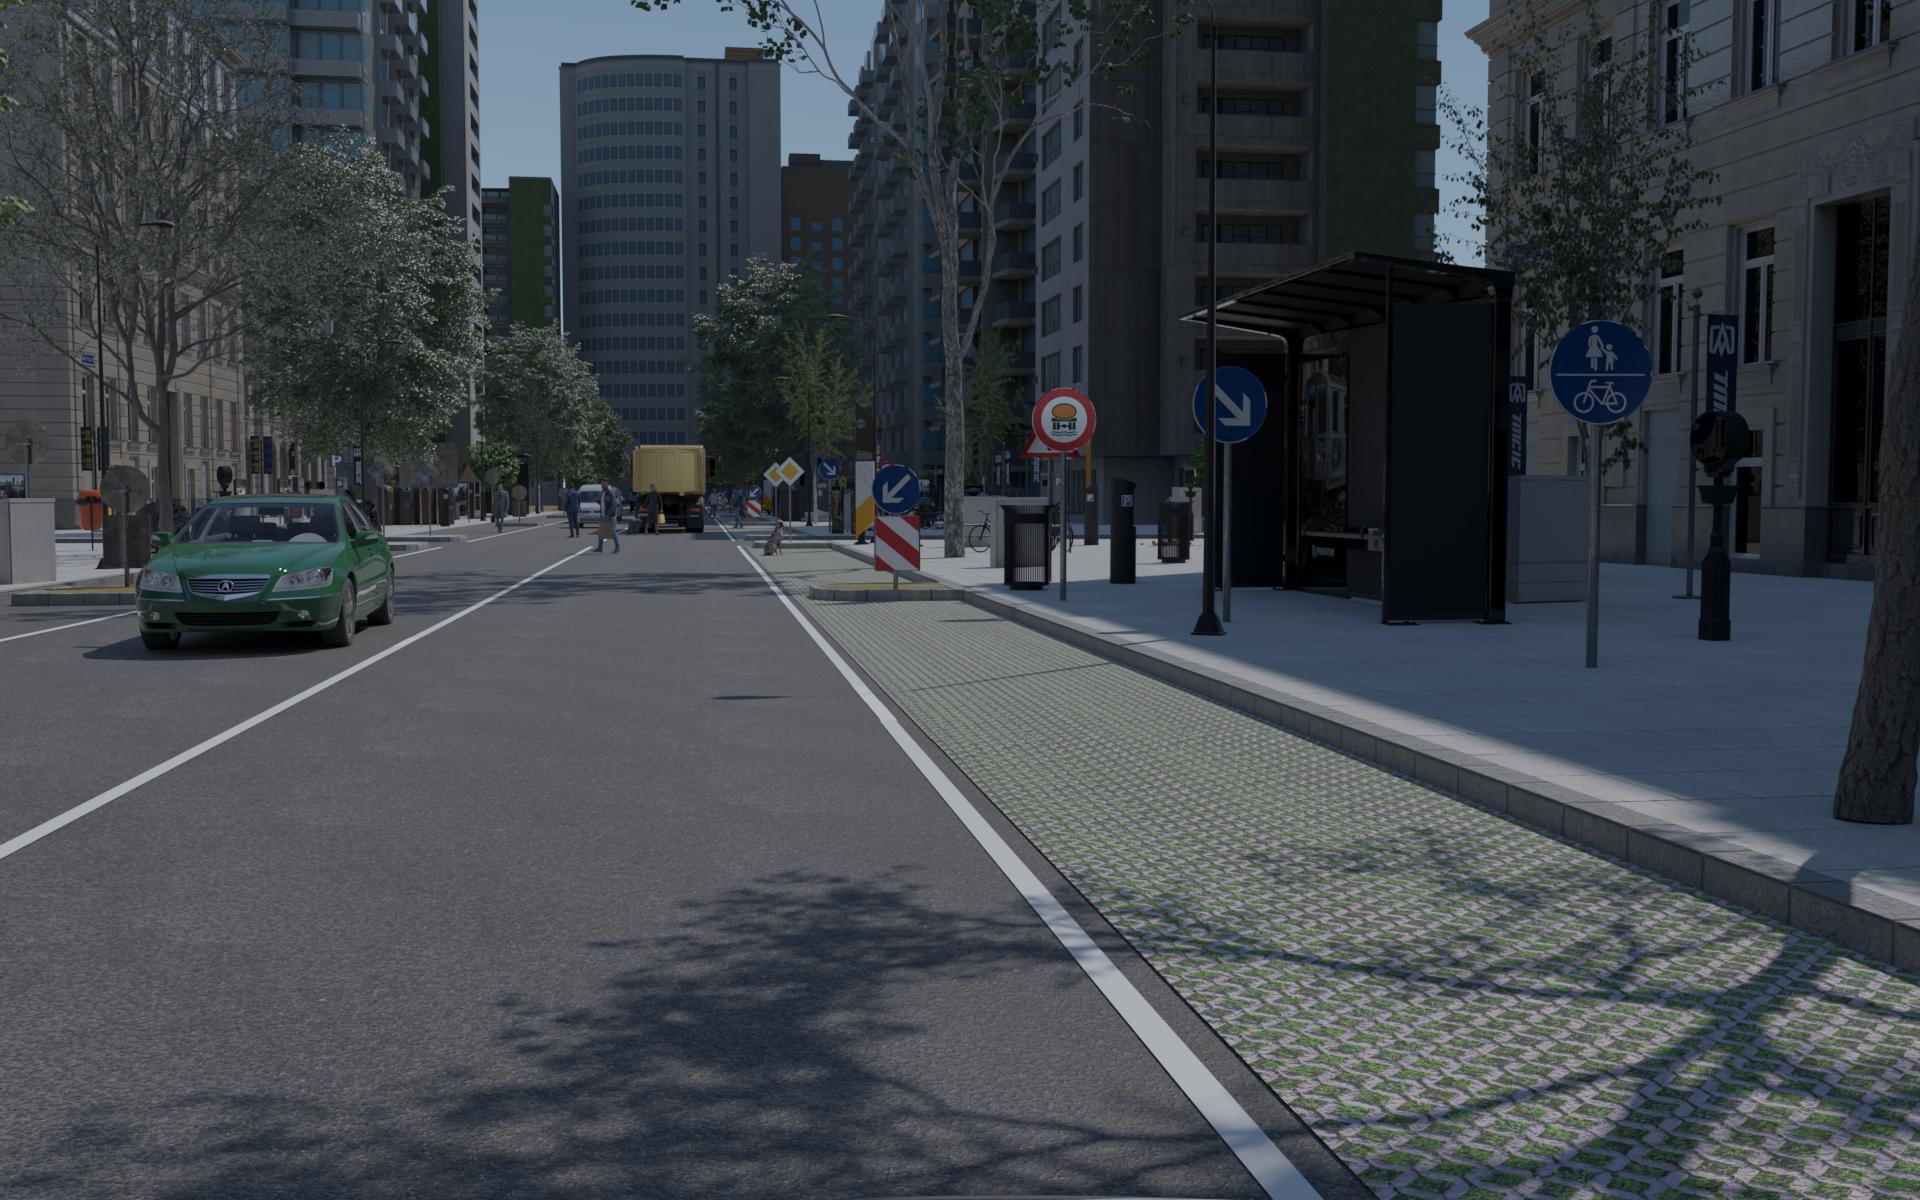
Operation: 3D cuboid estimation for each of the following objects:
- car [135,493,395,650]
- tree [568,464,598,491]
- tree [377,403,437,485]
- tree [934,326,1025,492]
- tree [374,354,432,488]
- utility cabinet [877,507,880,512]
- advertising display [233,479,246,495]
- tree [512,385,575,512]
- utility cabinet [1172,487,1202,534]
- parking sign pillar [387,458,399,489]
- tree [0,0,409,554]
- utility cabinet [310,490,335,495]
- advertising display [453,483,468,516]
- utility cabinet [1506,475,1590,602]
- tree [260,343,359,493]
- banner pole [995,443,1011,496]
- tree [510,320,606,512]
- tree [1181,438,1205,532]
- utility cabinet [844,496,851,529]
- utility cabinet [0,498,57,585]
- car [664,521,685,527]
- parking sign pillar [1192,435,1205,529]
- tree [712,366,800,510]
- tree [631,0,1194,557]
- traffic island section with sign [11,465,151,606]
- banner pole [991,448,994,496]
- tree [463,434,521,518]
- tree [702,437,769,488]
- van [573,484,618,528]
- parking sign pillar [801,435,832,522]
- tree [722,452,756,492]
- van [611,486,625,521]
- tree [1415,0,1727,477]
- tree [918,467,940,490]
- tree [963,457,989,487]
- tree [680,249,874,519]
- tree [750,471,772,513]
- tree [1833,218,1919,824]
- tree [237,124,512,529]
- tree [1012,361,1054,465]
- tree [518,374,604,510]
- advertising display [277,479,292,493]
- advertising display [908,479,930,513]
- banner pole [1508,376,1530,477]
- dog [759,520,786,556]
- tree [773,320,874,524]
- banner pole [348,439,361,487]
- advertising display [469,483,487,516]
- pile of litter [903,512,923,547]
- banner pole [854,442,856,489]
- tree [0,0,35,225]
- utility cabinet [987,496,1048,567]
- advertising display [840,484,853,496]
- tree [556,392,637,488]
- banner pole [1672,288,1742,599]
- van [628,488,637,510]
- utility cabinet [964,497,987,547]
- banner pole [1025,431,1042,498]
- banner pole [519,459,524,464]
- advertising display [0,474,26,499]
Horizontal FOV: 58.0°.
[{"bbox_3d":[-6.907,-0.354,17.585,2.131,1.459,4.920,-1,4,-11],"label":"car"},{"bbox_3d":[-36.964,-11.386,169.881,4.285,4.588,4.351,0,3,0],"label":"tree"},{"bbox_3d":[-31.766,-9.070,98.655,4.737,8.622,4.395,0,3,0],"label":"tree"},{"bbox_3d":[0.959,-7.701,76.277,4.737,8.622,4.395,0,3,0],"label":"tree"},{"bbox_3d":[-30.538,-8.532,89.866,4.360,8.622,3.978,0,3,0],"label":"tree"},{"bbox_3d":[-5.739,-6.901,121.505,1.173,1.500,0.318,-2,4,-33],"label":"utility cabinet"},{"bbox_3d":[-31.020,-4.246,74.629,0.123,1.923,0.974,0,4,2],"label":"advertising display"},{"bbox_3d":[-28.395,-10.225,117.547,4.360,8.622,3.978,0,3,0],"label":"tree"},{"bbox_3d":[7.298,-2.874,55.663,0.318,1.500,1.173,3,5,45],"label":"utility cabinet"},{"bbox_3d":[-30.898,-6.496,94.683,1.447,3.967,1.447,-3,5,-40],"label":"parking sign pillar"},{"bbox_3d":[-17.227,-7.739,36.903,12.009,13.543,11.850,0,3,0],"label":"tree"},{"bbox_3d":[-31.507,-4.711,85.709,1.173,1.500,0.318,-2,4,-28],"label":"utility cabinet"},{"bbox_3d":[-28.773,-5.801,100.063,0.974,1.923,0.123,-1,4,-19],"label":"advertising display"},{"bbox_3d":[6.970,-0.725,20.535,1.173,1.500,0.318,-2,4,-25],"label":"utility cabinet"},{"bbox_3d":[-31.146,-8.055,82.066,4.360,8.622,3.978,0,3,0],"label":"tree"},{"bbox_3d":[2.236,-5.764,84.259,0.401,3.779,0.863,-2,4,-31],"label":"banner pole"},{"bbox_3d":[-30.497,-13.338,124.726,9.857,13.997,8.962,0,3,0],"label":"tree"},{"bbox_3d":[8.445,-3.983,59.725,1.663,3.219,1.824,0,3,0],"label":"tree"},{"bbox_3d":[-3.866,-3.172,63.019,1.020,1.237,0.306,1,4,20],"label":"utility cabinet"},{"bbox_3d":[-13.512,-0.847,25.008,0.306,1.237,1.020,0,4,7],"label":"utility cabinet"},{"bbox_3d":[-12.970,-3.885,75.877,2.083,1.381,4.827,-1,4,-11],"label":"car"},{"bbox_3d":[9.016,-4.616,63.946,1.447,3.967,1.447,2,4,33],"label":"parking sign pillar"},{"bbox_3d":[-15.882,-13.030,138.787,9.928,11.665,9.643,0,3,0],"label":"tree"},{"bbox_3d":[-1.205,-10.862,33.483,12.611,20.169,13.585,0,3,0],"label":"tree"},{"bbox_3d":[-11.293,-0.891,23.189,1.989,1.847,2.006,-1,4,-9],"label":"traffic island section with sign"},{"bbox_3d":[1.938,-6.308,93.152,0.863,3.779,0.401,-2,4,-34],"label":"banner pole"},{"bbox_3d":[-25.504,-6.786,94.671,4.285,4.588,4.351,0,3,0],"label":"tree"},{"bbox_3d":[-26.254,-17.505,203.211,9.611,12.733,9.660,0,3,0],"label":"tree"},{"bbox_3d":[-15.589,-4.094,73.946,2.013,2.044,4.112,-1,4,-8],"label":"van"},{"bbox_3d":[-6.590,-5.573,79.595,1.447,3.967,1.447,2,4,32],"label":"parking sign pillar"},{"bbox_3d":[-22.422,-13.850,176.812,4.360,8.622,3.978,0,3,0],"label":"tree"},{"bbox_3d":[-18.969,-5.245,92.767,2.013,2.044,4.112,-1,4,-10],"label":"van"},{"bbox_3d":[8.651,-4.512,24.133,4.360,8.622,3.978,0,3,0],"label":"tree"},{"bbox_3d":[-2.015,-7.261,113.315,1.663,3.219,1.824,0,3,0],"label":"tree"},{"bbox_3d":[0.592,-5.853,90.300,1.663,3.219,1.824,0,3,0],"label":"tree"},{"bbox_3d":[-9.220,-11.175,89.364,9.857,13.997,8.962,0,3,0],"label":"tree"},{"bbox_3d":[-13.671,-7.593,118.753,1.663,3.219,1.824,0,3,0],"label":"tree"},{"bbox_3d":[3.864,-4.396,6.285,7.601,10.594,8.767,3,4,36],"label":"tree"},{"bbox_3d":[-20.636,-9.398,60.311,9.857,13.997,8.962,0,3,0],"label":"tree"},{"bbox_3d":[5.034,-8.779,93.905,4.360,8.622,3.978,0,3,0],"label":"tree"},{"bbox_3d":[-32.966,-13.283,142.937,9.928,11.665,9.643,0,3,0],"label":"tree"},{"bbox_3d":[-28.238,-4.129,72.730,0.123,1.923,0.974,2,4,24],"label":"advertising display"},{"bbox_3d":[-1.742,-4.142,72.930,0.974,1.923,0.123,-1,4,-10],"label":"advertising display"},{"bbox_3d":[10.239,-2.584,32.271,0.863,3.779,0.401,-1,4,-23],"label":"banner pole"},{"bbox_3d":[-4.437,-1.429,40.202,0.800,0.831,0.513,-1,4,-8],"label":"dog"},{"bbox_3d":[-5.991,-7.545,73.719,4.737,8.622,4.395,0,3,0],"label":"tree"},{"bbox_3d":[-27.598,-5.444,79.028,0.863,3.779,0.401,-1,4,-20],"label":"banner pole"},{"bbox_3d":[-27.620,-5.772,99.579,0.974,1.923,0.123,1,4,20],"label":"advertising display"},{"bbox_3d":[-1.485,-1.739,42.403,1.176,0.858,1.719,0,4,-2],"label":"pile of litter"},{"bbox_3d":[-4.996,-5.717,83.488,0.401,3.779,0.863,-1,4,-16],"label":"banner pole"},{"bbox_3d":[-13.197,-5.987,16.019,7.486,12.596,7.792,0,3,0],"label":"tree"},{"bbox_3d":[1.044,-1.190,30.616,1.020,1.237,0.306,-2,4,-24],"label":"utility cabinet"},{"bbox_3d":[-7.130,-6.364,109.262,0.974,1.923,0.123,-3,5,-43],"label":"advertising display"},{"bbox_3d":[-41.059,-17.013,195.171,9.611,12.733,9.660,0,3,0],"label":"tree"},{"bbox_3d":[9.183,-1.909,21.237,0.863,3.779,0.401,-1,4,-17],"label":"banner pole"},{"bbox_3d":[-28.251,-9.129,153.638,2.240,2.365,5.245,-1,4,-9],"label":"van"},{"bbox_3d":[0.253,-1.888,42.033,1.020,1.237,0.306,-1,4,-9],"label":"utility cabinet"},{"bbox_3d":[2.901,-4.846,69.256,0.863,3.779,0.401,0,4,1],"label":"banner pole"},{"bbox_3d":[-28.857,-7.576,113.879,0.401,3.779,0.863,1,4,14],"label":"banner pole"},{"bbox_3d":[-30.145,-3.042,54.948,0.123,1.923,0.974,2,4,30],"label":"advertising display"}]
